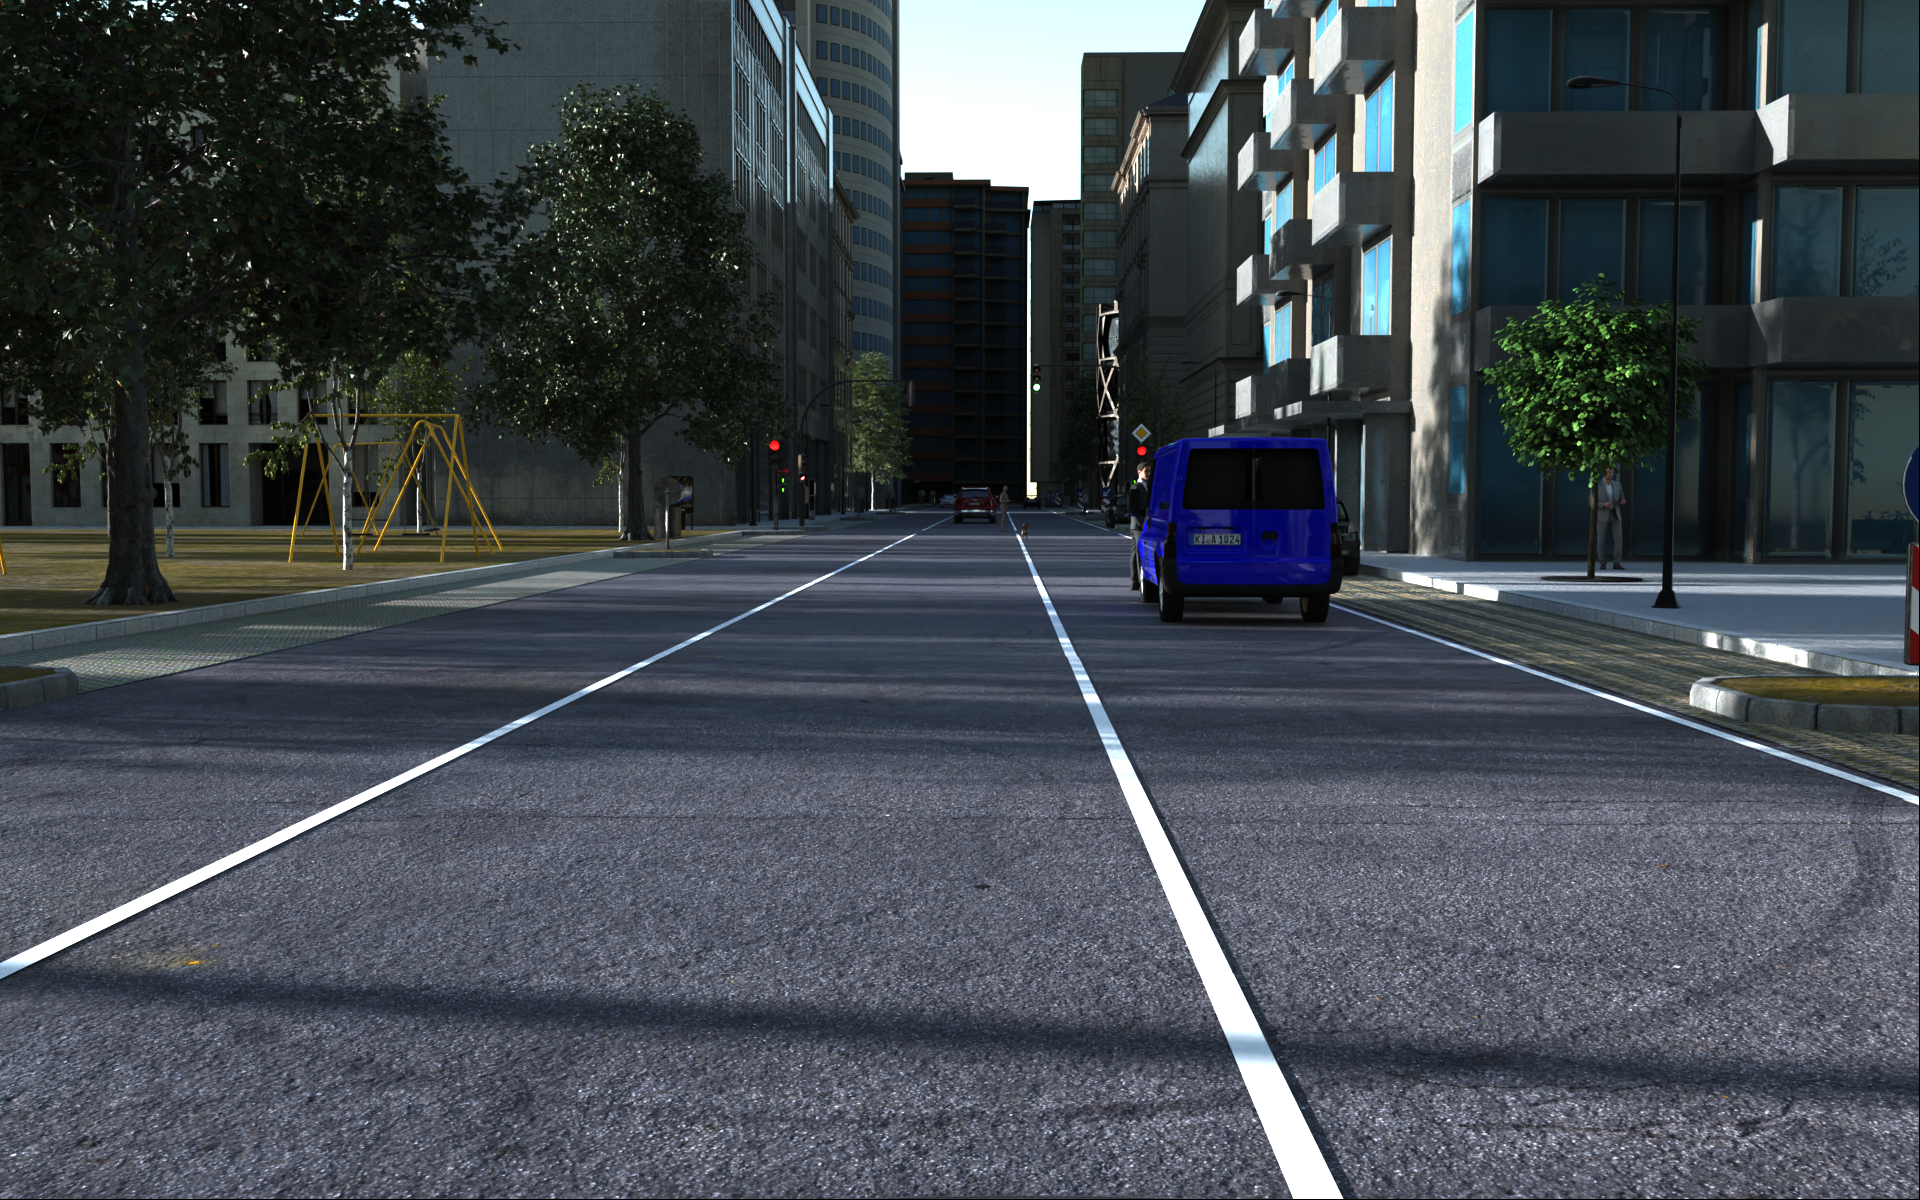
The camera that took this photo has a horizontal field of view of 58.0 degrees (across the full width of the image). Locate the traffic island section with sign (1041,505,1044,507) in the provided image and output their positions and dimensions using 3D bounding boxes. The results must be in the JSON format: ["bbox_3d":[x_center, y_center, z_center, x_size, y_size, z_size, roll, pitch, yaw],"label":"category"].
[{"bbox_3d":[10.134,-11.564,197.705,1.989,1.847,2.006,0,4,1],"label":"traffic island section with sign"}]

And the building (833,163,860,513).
[{"bbox_3d":[-14.101,-19.771,120.522,12.463,27.353,25.104,0,4,1],"label":"building"}]

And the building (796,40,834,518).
[{"bbox_3d":[-14.110,-17.131,98.118,12.078,24.808,19.932,0,4,1],"label":"building"}]

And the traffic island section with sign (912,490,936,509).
[{"bbox_3d":[-3.693,-9.924,170.881,1.989,1.847,2.006,0,4,1],"label":"traffic island section with sign"}]

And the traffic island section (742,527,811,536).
[{"bbox_3d":[-6.510,-2.379,61.172,2.009,0.180,2.903,0,4,1],"label":"traffic island section"}]

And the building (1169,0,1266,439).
[{"bbox_3d":[24.880,-14.794,75.167,30.059,22.955,16.112,0,4,1],"label":"building"}]

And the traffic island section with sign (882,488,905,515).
[{"bbox_3d":[-4.832,-6.869,120.931,1.989,1.847,2.006,0,4,1],"label":"traffic island section with sign"}]

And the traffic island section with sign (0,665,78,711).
[{"bbox_3d":[-7.299,-0.199,11.880,1.989,1.847,2.006,0,4,1],"label":"traffic island section with sign"}]

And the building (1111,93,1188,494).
[{"bbox_3d":[16.384,-19.010,108.079,12.463,27.353,25.104,0,4,1],"label":"building"}]

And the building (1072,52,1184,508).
[{"bbox_3d":[18.327,-29.391,164.137,14.154,41.232,14.086,0,4,1],"label":"building"}]

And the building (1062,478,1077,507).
[{"bbox_3d":[28.699,-31.519,207.209,32.217,40.220,23.993,0,4,1],"label":"building"}]

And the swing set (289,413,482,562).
[{"bbox_3d":[-11.342,-2.218,33.889,3.119,2.851,2.862,0,4,-2],"label":"swing set"}]

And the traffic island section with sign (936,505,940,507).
[{"bbox_3d":[-3.081,-11.605,198.376,1.989,1.847,2.006,0,4,1],"label":"traffic island section with sign"}]

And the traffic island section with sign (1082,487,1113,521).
[{"bbox_3d":[7.762,-5.187,93.437,1.989,1.847,2.006,0,4,1],"label":"traffic island section with sign"}]

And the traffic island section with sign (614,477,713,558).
[{"bbox_3d":[-6.676,-1.877,39.324,1.989,1.847,2.006,0,4,1],"label":"traffic island section with sign"}]

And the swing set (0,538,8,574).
[{"bbox_3d":[-16.568,-1.740,26.072,3.119,2.851,2.862,-1,4,-11],"label":"swing set"}]

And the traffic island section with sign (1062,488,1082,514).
[{"bbox_3d":[8.423,-6.924,121.840,1.989,1.847,2.006,0,4,1],"label":"traffic island section with sign"}]

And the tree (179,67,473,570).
[{"bbox_3d":[-10.494,-4.833,29.379,4.737,8.622,4.395,0,3,0],"label":"tree"}]

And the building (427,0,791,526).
[{"bbox_3d":[-14.716,-15.915,78.231,12.078,24.808,19.932,0,4,1],"label":"building"}]

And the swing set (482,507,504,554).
[{"bbox_3d":[-11.597,-2.467,37.955,2.862,2.851,3.119,-1,4,-11],"label":"swing set"}]

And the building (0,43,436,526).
[{"bbox_3d":[-30.538,-13.385,73.602,16.860,20.320,10.420,0,4,1],"label":"building"}]

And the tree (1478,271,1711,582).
[{"bbox_3d":[9.339,-2.567,25.679,4.285,4.588,4.351,0,3,0],"label":"tree"}]

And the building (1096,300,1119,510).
[{"bbox_3d":[19.042,-16.394,135.489,16.820,18.784,16.811,0,4,1],"label":"building"}]

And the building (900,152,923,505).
[{"bbox_3d":[-19.744,-33.923,209.261,28.867,44.769,22.147,0,4,1],"label":"building"}]

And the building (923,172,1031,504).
[{"bbox_3d":[-4.870,-35.705,238.399,28.867,44.769,22.147,0,4,1],"label":"building"}]

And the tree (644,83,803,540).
[{"bbox_3d":[-9.145,-8.008,47.940,9.611,12.733,9.660,0,3,0],"label":"tree"}]

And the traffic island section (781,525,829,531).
[{"bbox_3d":[-6.330,-2.867,69.155,2.009,0.180,2.903,0,4,1],"label":"traffic island section"}]

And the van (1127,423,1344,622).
[{"bbox_3d":[3.244,-1.018,21.033,2.240,2.365,5.245,0,4,2],"label":"van"}]

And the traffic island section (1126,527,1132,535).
[{"bbox_3d":[7.027,-2.360,60.862,2.009,0.180,2.903,0,4,1],"label":"traffic island section"}]

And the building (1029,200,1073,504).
[{"bbox_3d":[16.499,-33.635,233.529,14.086,41.232,14.154,0,4,1],"label":"building"}]

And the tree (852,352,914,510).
[{"bbox_3d":[-7.300,-13.470,138.355,7.486,12.596,7.792,0,3,0],"label":"tree"}]

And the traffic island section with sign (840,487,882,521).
[{"bbox_3d":[-5.446,-5.221,93.983,1.989,1.847,2.006,0,4,1],"label":"traffic island section with sign"}]

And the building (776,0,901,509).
[{"bbox_3d":[-16.742,-37.649,157.558,21.231,58.520,28.212,0,4,1],"label":"building"}]

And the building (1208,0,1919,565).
[{"bbox_3d":[19.420,-25.956,43.987,23.786,49.044,30.456,0,4,1],"label":"building"}]

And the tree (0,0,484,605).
[{"bbox_3d":[-9.751,-6.313,20.223,9.611,12.733,9.660,0,3,0],"label":"tree"}]

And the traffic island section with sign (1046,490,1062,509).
[{"bbox_3d":[9.512,-9.905,170.573,1.989,1.847,2.006,0,4,1],"label":"traffic island section with sign"}]

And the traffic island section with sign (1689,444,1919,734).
[{"bbox_3d":[5.913,-0.157,11.202,1.989,1.847,2.006,0,4,1],"label":"traffic island section with sign"}]

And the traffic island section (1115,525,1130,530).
[{"bbox_3d":[7.208,-2.848,68.845,2.009,0.180,2.903,0,4,1],"label":"traffic island section"}]
